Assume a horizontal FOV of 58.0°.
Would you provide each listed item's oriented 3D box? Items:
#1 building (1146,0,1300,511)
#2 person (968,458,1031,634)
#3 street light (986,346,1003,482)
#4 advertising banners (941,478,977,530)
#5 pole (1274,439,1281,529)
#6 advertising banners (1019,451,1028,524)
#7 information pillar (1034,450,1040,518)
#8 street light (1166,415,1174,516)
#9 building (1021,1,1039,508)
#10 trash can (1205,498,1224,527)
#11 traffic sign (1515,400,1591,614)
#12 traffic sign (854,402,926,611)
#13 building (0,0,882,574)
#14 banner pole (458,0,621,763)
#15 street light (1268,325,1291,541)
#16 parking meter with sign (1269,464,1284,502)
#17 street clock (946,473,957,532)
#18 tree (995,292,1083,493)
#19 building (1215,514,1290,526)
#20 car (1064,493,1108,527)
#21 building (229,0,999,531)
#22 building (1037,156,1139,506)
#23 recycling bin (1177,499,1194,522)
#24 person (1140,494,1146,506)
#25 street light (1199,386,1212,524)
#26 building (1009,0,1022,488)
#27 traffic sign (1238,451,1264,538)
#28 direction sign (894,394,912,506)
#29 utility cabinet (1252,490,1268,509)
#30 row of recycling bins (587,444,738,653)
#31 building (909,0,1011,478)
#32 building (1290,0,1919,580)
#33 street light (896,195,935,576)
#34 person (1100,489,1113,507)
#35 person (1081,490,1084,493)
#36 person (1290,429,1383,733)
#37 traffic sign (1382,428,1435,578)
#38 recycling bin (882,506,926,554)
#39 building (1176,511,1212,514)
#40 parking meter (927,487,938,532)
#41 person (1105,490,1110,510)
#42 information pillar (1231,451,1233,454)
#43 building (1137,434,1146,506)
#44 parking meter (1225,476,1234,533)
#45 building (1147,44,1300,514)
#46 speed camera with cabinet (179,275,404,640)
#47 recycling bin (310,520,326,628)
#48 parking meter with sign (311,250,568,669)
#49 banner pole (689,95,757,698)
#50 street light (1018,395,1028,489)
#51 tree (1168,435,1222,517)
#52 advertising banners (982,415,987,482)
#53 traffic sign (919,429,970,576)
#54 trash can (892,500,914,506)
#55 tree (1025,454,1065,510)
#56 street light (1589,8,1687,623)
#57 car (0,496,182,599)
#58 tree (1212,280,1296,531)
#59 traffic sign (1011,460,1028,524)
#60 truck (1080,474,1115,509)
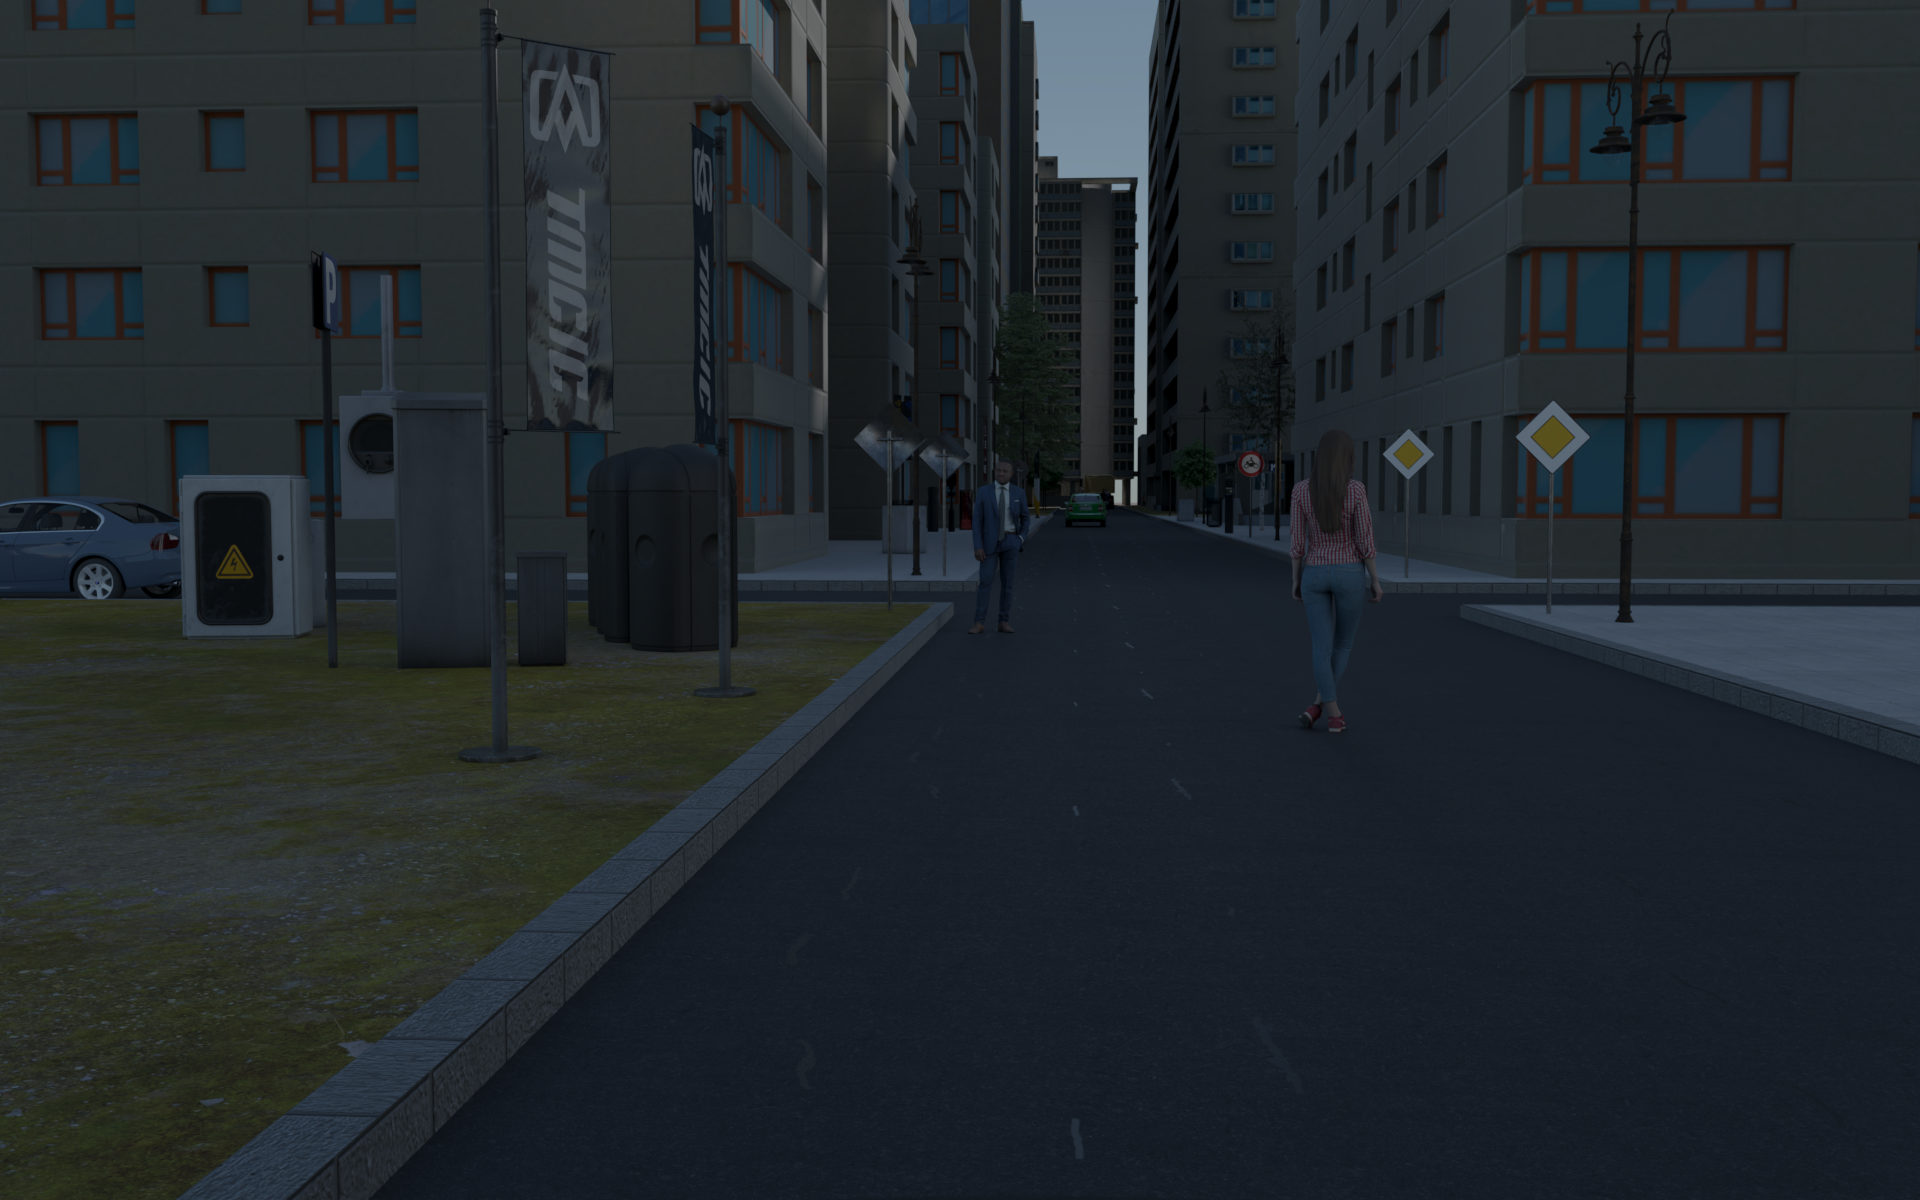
[{"bbox_3d":[28.914,-33.055,164.154,21.300,48.544,21.600,0,4,4],"label":"building"},{"bbox_3d":[0.391,-0.567,17.951,0.721,1.800,0.419,-1,4,-15],"label":"person"},{"bbox_3d":[1.085,-4.992,54.412,0.468,5.910,1.993,0,4,4],"label":"street light"},{"bbox_3d":[0.244,-3.997,61.540,2.074,3.025,0.090,0,4,-1],"label":"advertising banners"},{"bbox_3d":[11.739,-4.289,63.972,0.158,3.312,0.155,0,3,0],"label":"pole"},{"bbox_3d":[2.618,-4.582,71.106,0.090,3.025,2.074,0,4,-6],"label":"advertising banners"},{"bbox_3d":[4.097,-6.168,92.202,0.183,3.616,0.504,-1,4,-22],"label":"information pillar"},{"bbox_3d":[12.262,-7.844,101.038,0.468,5.910,1.993,0,4,4],"label":"street light"},{"bbox_3d":[-3.333,-33.203,166.572,21.600,48.544,21.300,0,4,4],"label":"building"},{"bbox_3d":[9.804,-3.371,66.765,0.748,1.137,0.748,0,3,0],"label":"trash can"},{"bbox_3d":[6.309,-0.909,18.506,0.795,2.450,0.064,0,4,4],"label":"traffic sign"},{"bbox_3d":[-0.769,-0.939,18.994,0.795,2.450,0.064,0,4,4],"label":"traffic sign"},{"bbox_3d":[-16.151,-12.081,42.566,27.650,21.520,28.899,0,4,4],"label":"building"},{"bbox_3d":[-2.058,-1.129,8.476,0.863,3.779,0.401,-3,4,-37],"label":"banner pole"},{"bbox_3d":[8.757,-4.577,47.616,0.468,5.910,1.993,0,4,4],"label":"street light"},{"bbox_3d":[17.049,-5.778,90.729,0.543,3.016,1.738,-3,5,-44],"label":"parking meter with sign"},{"bbox_3d":[-0.286,-3.318,58.813,0.358,2.002,0.471,1,4,18],"label":"street clock"},{"bbox_3d":[3.125,-10.996,97.914,7.486,12.596,7.792,0,3,0],"label":"tree"},{"bbox_3d":[27.843,-23.432,75.002,32.217,40.220,23.993,0,4,4],"label":"building"},{"bbox_3d":[5.571,-4.143,76.540,1.959,1.807,4.718,0,4,5],"label":"car"},{"bbox_3d":[-12.680,-14.325,79.247,27.650,21.520,28.899,0,4,4],"label":"building"},{"bbox_3d":[8.596,-31.194,201.908,23.993,40.220,32.217,0,4,4],"label":"building"},{"bbox_3d":[10.561,-4.194,81.121,0.722,1.027,0.722,0,4,-2],"label":"recycling bin"},{"bbox_3d":[19.408,-10.444,182.517,1.065,1.426,0.557,-2,4,-32],"label":"person"},{"bbox_3d":[10.460,-6.198,74.128,0.468,5.910,1.993,0,4,4],"label":"street light"},{"bbox_3d":[-2.868,-26.888,123.206,14.154,41.232,14.086,0,4,4],"label":"building"},{"bbox_3d":[8.557,-3.111,50.973,0.768,2.556,0.104,0,4,5],"label":"traffic sign"},{"bbox_3d":[-1.313,-2.921,39.760,0.379,3.537,0.876,2,4,24],"label":"direction sign"},{"bbox_3d":[15.501,-5.001,90.444,1.173,1.500,0.318,-1,4,-18],"label":"utility cabinet"},{"bbox_3d":[-2.783,-0.521,15.638,1.069,1.692,3.534,-1,4,-19],"label":"row of recycling bins"},{"bbox_3d":[-4.012,-28.067,109.010,14.600,45.320,14.200,0,4,4],"label":"building"},{"bbox_3d":[23.756,-11.828,38.427,28.899,21.520,27.650,0,4,4],"label":"building"},{"bbox_3d":[-0.688,-3.326,27.163,0.468,5.910,1.993,0,4,4],"label":"street light"},{"bbox_3d":[10.071,-6.902,121.371,1.348,1.821,0.705,-1,4,-23],"label":"person"},{"bbox_3d":[8.583,-6.858,121.562,0.756,1.711,0.436,-2,4,-31],"label":"person"},{"bbox_3d":[2.270,-0.119,10.448,0.555,1.821,0.388,1,4,10],"label":"person"},{"bbox_3d":[6.837,-1.396,26.474,0.795,2.450,0.064,0,4,4],"label":"traffic sign"},{"bbox_3d":[-1.202,-1.521,37.415,0.722,1.027,0.722,2,4,33],"label":"recycling bin"},{"bbox_3d":[25.143,-30.264,118.521,21.300,48.544,21.600,0,4,4],"label":"building"},{"bbox_3d":[-0.916,-3.075,58.686,0.372,1.533,0.369,0,3,0],"label":"parking meter"},{"bbox_3d":[13.133,-8.974,155.094,0.709,1.838,0.599,2,4,29],"label":"person"},{"bbox_3d":[14.857,-6.251,93.552,0.504,3.616,0.183,1,4,12],"label":"information pillar"},{"bbox_3d":[35.687,-53.872,193.483,31.000,86.520,22.319,0,4,4],"label":"building"},{"bbox_3d":[8.784,-3.107,56.503,0.255,1.863,0.399,1,4,14],"label":"parking meter"},{"bbox_3d":[31.836,-27.494,141.412,32.217,40.220,23.993,0,4,4],"label":"building"},{"bbox_3d":[-5.851,-1.294,15.496,2.038,3.252,0.660,0,4,-7],"label":"speed camera with cabinet"},{"bbox_3d":[-6.569,-0.259,16.791,0.722,1.027,0.722,-2,4,-25],"label":"recycling bin"},{"bbox_3d":[-3.817,-1.014,12.845,1.738,3.016,0.543,-1,4,-10],"label":"parking meter with sign"},{"bbox_3d":[-1.536,-1.268,10.746,0.401,3.779,0.863,0,4,8],"label":"banner pole"},{"bbox_3d":[2.966,-6.623,81.081,0.468,5.910,1.993,0,4,4],"label":"street light"},{"bbox_3d":[13.089,-6.880,96.200,4.285,4.588,4.351,0,3,0],"label":"tree"},{"bbox_3d":[0.699,-2.643,39.401,0.090,3.025,2.074,1,4,11],"label":"advertising banners"},{"bbox_3d":[-0.240,-1.426,26.962,0.795,2.450,0.064,0,4,4],"label":"traffic sign"},{"bbox_3d":[-1.500,-1.989,44.179,0.748,1.137,0.748,0,3,0],"label":"trash can"},{"bbox_3d":[7.521,-10.237,151.083,4.285,4.588,4.351,0,3,0],"label":"tree"},{"bbox_3d":[6.650,-2.714,17.154,0.468,5.910,1.993,0,4,4],"label":"street light"},{"bbox_3d":[-12.204,-0.673,23.009,4.499,1.417,2.014,0,4,5],"label":"car"},{"bbox_3d":[10.595,-6.736,60.492,4.360,8.622,3.978,0,3,0],"label":"tree"},{"bbox_3d":[2.185,-3.985,65.259,0.768,2.556,0.104,1,4,13],"label":"traffic sign"},{"bbox_3d":[13.374,-10.433,166.503,3.469,3.379,9.791,0,4,2],"label":"truck"}]
